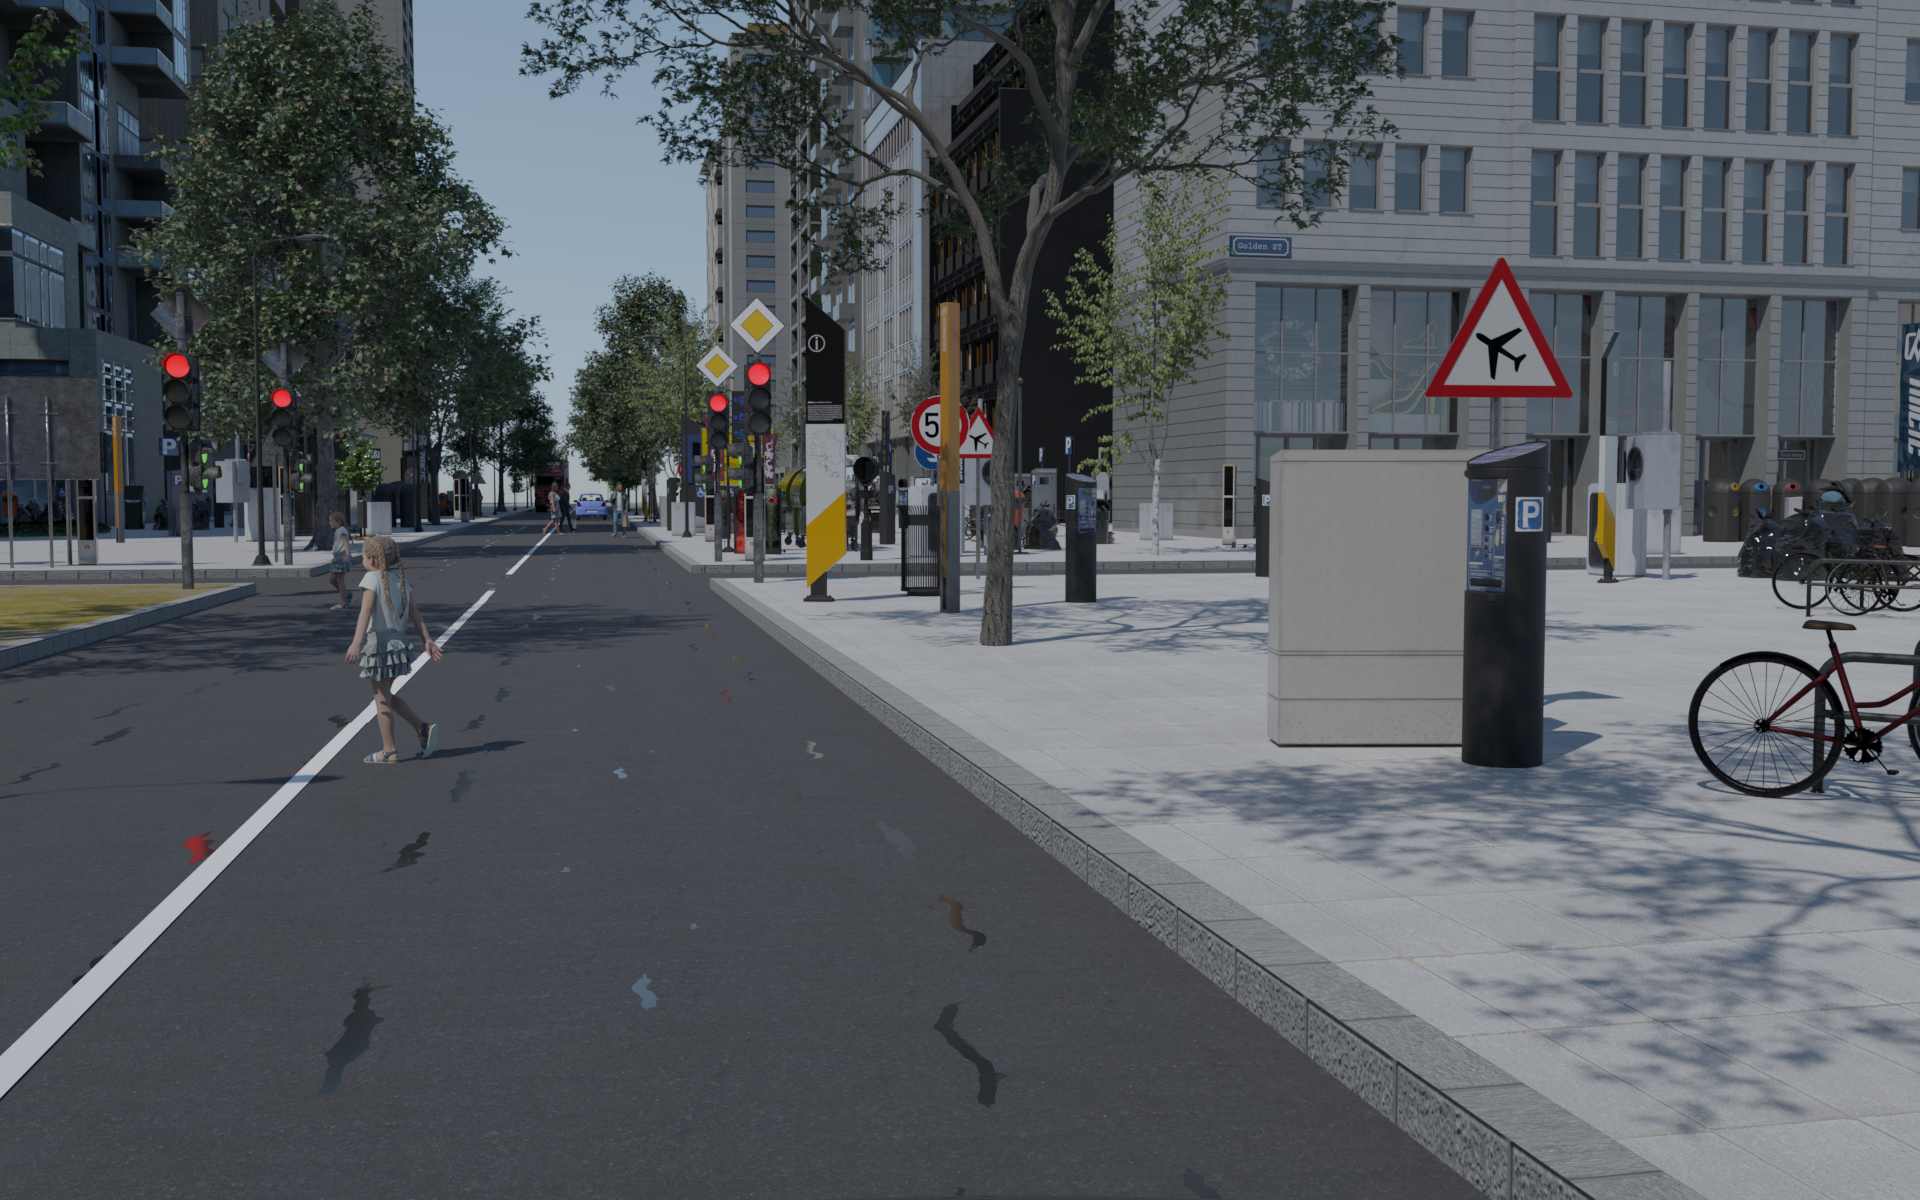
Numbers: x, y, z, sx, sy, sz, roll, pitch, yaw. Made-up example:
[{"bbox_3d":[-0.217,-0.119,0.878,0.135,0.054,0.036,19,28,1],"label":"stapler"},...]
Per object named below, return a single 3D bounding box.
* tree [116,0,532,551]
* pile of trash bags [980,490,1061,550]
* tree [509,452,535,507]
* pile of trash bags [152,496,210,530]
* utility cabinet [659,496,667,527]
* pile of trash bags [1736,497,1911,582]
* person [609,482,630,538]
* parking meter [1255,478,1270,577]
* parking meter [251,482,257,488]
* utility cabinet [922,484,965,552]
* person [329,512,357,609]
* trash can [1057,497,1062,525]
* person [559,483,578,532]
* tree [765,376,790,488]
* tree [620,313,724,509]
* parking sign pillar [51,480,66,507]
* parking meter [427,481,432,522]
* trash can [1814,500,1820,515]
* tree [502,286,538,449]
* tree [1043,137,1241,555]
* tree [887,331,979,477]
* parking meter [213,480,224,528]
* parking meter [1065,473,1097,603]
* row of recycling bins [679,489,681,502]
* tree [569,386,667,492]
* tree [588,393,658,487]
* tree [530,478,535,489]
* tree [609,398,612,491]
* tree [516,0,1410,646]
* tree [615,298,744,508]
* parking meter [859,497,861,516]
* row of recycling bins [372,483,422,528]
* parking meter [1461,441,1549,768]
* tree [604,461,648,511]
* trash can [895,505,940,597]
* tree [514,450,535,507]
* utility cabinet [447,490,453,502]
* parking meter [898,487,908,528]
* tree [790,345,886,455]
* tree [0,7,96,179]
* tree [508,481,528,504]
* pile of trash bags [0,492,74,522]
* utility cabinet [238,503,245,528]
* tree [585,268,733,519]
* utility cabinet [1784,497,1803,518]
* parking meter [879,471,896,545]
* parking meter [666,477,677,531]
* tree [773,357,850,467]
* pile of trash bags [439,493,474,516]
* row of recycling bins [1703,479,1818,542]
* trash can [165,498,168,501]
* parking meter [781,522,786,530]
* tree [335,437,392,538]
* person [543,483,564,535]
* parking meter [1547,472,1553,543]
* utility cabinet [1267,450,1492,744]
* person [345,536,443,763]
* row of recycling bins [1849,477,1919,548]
[{"bbox_3d":[-14.531,-7.492,39.507,9.611,12.733,9.660,0,3,0],"label":"tree"},{"bbox_3d":[1.378,-1.925,41.232,1.912,1.369,3.447,0,4,-1],"label":"pile of trash bags"},{"bbox_3d":[-44.410,-13.934,178.188,4.360,8.622,3.978,0,3,0],"label":"tree"},{"bbox_3d":[-27.688,-3.168,61.553,1.912,1.369,3.447,-2,4,-25],"label":"pile of trash bags"},{"bbox_3d":[-11.618,-3.471,67.916,0.306,1.237,1.020,-1,4,-12],"label":"utility cabinet"},{"bbox_3d":[13.690,-1.000,26.099,3.447,1.369,1.912,0,4,7],"label":"pile of trash bags"},{"bbox_3d":[-11.057,-2.936,56.488,0.794,1.824,0.713,1,4,11],"label":"person"},{"bbox_3d":[4.774,-1.128,26.850,0.372,1.533,0.369,0,3,0],"label":"parking meter"},{"bbox_3d":[-34.323,-4.790,84.027,0.399,1.863,0.255,1,4,20],"label":"parking meter"},{"bbox_3d":[-0.377,-1.782,37.820,0.318,1.500,1.173,-3,4,-38],"label":"utility cabinet"},{"bbox_3d":[-7.648,-0.493,21.572,0.382,1.210,0.505,-2,4,-35],"label":"person"},{"bbox_3d":[3.957,-3.723,72.530,0.748,1.137,0.748,0,3,0],"label":"trash can"},{"bbox_3d":[-15.039,-3.553,66.372,0.755,1.850,0.659,-1,4,-12],"label":"person"},{"bbox_3d":[-12.227,-9.524,106.080,4.737,8.622,4.395,0,3,0],"label":"tree"},{"bbox_3d":[-11.722,-7.378,70.993,4.360,8.622,3.978,0,3,0],"label":"tree"},{"bbox_3d":[-34.137,-4.724,65.702,1.447,3.967,1.447,-2,4,-33],"label":"parking sign pillar"},{"bbox_3d":[-24.344,-4.526,79.715,0.255,1.863,0.399,0,4,-2],"label":"parking meter"},{"bbox_3d":[21.611,-1.920,43.040,0.748,1.137,0.748,0,3,0],"label":"trash can"},{"bbox_3d":[-21.622,-8.892,71.145,9.928,11.665,9.643,0,3,0],"label":"tree"},{"bbox_3d":[4.025,-5.255,36.285,4.737,8.622,4.395,0,3,0],"label":"tree"},{"bbox_3d":[-1.431,-7.788,77.696,4.360,8.622,3.978,0,3,0],"label":"tree"},{"bbox_3d":[-28.134,-3.670,65.723,0.399,1.863,0.255,3,5,42],"label":"parking meter"},{"bbox_3d":[1.432,-0.739,20.494,0.372,1.533,0.369,0,3,0],"label":"parking meter"},{"bbox_3d":[-15.809,-5.928,104.042,1.069,1.692,3.534,1,4,16],"label":"row of recycling bins"},{"bbox_3d":[-31.293,-15.490,159.916,9.857,13.997,8.962,0,3,0],"label":"tree"},{"bbox_3d":[-39.110,-17.085,197.473,7.486,12.596,7.792,0,3,0],"label":"tree"},{"bbox_3d":[-53.323,-14.582,222.129,4.285,4.588,4.351,0,3,0],"label":"tree"},{"bbox_3d":[-18.490,-9.204,100.850,4.737,8.622,4.395,0,3,0],"label":"tree"},{"bbox_3d":[0.261,-4.871,14.060,8.767,10.594,7.601,0,4,4],"label":"tree"},{"bbox_3d":[-10.224,-6.952,64.027,4.737,8.622,4.395,0,3,0],"label":"tree"},{"bbox_3d":[-6.030,-5.712,101.801,0.372,1.533,0.369,0,3,0],"label":"parking meter"},{"bbox_3d":[-22.411,-3.628,66.434,3.534,1.692,1.069,0,4,3],"label":"row of recycling bins"},{"bbox_3d":[2.590,0.011,8.233,0.372,1.533,0.369,0,3,0],"label":"parking meter"},{"bbox_3d":[-25.851,-9.204,134.206,4.285,4.588,4.351,0,3,0],"label":"tree"},{"bbox_3d":[-0.445,-0.625,21.869,0.748,1.137,0.748,0,3,0],"label":"trash can"},{"bbox_3d":[-42.688,-13.542,171.768,4.737,8.622,4.395,0,3,0],"label":"tree"},{"bbox_3d":[-30.286,-5.820,103.831,1.173,1.500,0.318,2,4,35],"label":"utility cabinet"},{"bbox_3d":[-2.122,-3.451,64.842,0.372,1.533,0.369,0,3,0],"label":"parking meter"},{"bbox_3d":[-5.453,-8.260,85.418,4.737,8.622,4.395,0,3,0],"label":"tree"},{"bbox_3d":[-9.826,-5.349,13.212,9.928,11.665,9.643,0,3,0],"label":"tree"},{"bbox_3d":[-39.969,-9.877,156.093,1.663,3.219,1.824,0,3,0],"label":"tree"},{"bbox_3d":[-33.083,-3.179,61.731,1.912,1.369,3.447,0,4,-1],"label":"pile of trash bags"},{"bbox_3d":[-26.534,-3.447,65.032,1.173,1.500,0.318,1,4,14],"label":"utility cabinet"},{"bbox_3d":[-15.800,-10.460,88.025,9.611,12.733,9.660,0,3,0],"label":"tree"},{"bbox_3d":[18.614,-1.686,38.730,0.306,1.237,1.020,1,4,22],"label":"utility cabinet"},{"bbox_3d":[-1.837,-2.340,43.962,0.255,1.863,0.399,3,5,42],"label":"parking meter"},{"bbox_3d":[-10.012,-3.329,60.138,0.255,1.863,0.399,-2,4,-28],"label":"parking meter"},{"bbox_3d":[-8.241,-8.811,94.429,4.360,8.622,3.978,0,3,0],"label":"tree"},{"bbox_3d":[-29.612,-5.572,100.853,1.912,1.369,3.447,0,4,2],"label":"pile of trash bags"},{"bbox_3d":[21.707,-2.403,46.407,3.534,1.692,1.069,0,4,-1],"label":"row of recycling bins"},{"bbox_3d":[-25.517,-2.745,56.539,0.748,1.137,0.748,0,3,0],"label":"trash can"},{"bbox_3d":[-6.396,-3.260,61.713,0.372,1.533,0.369,0,3,0],"label":"parking meter"},{"bbox_3d":[-17.817,-3.475,51.418,1.663,3.219,1.824,0,3,0],"label":"tree"},{"bbox_3d":[-13.999,-3.120,59.614,0.778,1.811,0.616,0,4,-2],"label":"person"},{"bbox_3d":[15.327,-2.433,45.494,0.399,1.863,0.255,-2,4,-28],"label":"parking meter"},{"bbox_3d":[2.188,-0.011,8.854,1.173,1.500,0.318,0,4,-1],"label":"utility cabinet"},{"bbox_3d":[-3.018,0.266,9.167,0.382,1.210,0.505,1,4,17],"label":"person"},{"bbox_3d":[23.018,-2.199,43.070,1.069,1.692,3.534,-1,4,-9],"label":"row of recycling bins"}]
